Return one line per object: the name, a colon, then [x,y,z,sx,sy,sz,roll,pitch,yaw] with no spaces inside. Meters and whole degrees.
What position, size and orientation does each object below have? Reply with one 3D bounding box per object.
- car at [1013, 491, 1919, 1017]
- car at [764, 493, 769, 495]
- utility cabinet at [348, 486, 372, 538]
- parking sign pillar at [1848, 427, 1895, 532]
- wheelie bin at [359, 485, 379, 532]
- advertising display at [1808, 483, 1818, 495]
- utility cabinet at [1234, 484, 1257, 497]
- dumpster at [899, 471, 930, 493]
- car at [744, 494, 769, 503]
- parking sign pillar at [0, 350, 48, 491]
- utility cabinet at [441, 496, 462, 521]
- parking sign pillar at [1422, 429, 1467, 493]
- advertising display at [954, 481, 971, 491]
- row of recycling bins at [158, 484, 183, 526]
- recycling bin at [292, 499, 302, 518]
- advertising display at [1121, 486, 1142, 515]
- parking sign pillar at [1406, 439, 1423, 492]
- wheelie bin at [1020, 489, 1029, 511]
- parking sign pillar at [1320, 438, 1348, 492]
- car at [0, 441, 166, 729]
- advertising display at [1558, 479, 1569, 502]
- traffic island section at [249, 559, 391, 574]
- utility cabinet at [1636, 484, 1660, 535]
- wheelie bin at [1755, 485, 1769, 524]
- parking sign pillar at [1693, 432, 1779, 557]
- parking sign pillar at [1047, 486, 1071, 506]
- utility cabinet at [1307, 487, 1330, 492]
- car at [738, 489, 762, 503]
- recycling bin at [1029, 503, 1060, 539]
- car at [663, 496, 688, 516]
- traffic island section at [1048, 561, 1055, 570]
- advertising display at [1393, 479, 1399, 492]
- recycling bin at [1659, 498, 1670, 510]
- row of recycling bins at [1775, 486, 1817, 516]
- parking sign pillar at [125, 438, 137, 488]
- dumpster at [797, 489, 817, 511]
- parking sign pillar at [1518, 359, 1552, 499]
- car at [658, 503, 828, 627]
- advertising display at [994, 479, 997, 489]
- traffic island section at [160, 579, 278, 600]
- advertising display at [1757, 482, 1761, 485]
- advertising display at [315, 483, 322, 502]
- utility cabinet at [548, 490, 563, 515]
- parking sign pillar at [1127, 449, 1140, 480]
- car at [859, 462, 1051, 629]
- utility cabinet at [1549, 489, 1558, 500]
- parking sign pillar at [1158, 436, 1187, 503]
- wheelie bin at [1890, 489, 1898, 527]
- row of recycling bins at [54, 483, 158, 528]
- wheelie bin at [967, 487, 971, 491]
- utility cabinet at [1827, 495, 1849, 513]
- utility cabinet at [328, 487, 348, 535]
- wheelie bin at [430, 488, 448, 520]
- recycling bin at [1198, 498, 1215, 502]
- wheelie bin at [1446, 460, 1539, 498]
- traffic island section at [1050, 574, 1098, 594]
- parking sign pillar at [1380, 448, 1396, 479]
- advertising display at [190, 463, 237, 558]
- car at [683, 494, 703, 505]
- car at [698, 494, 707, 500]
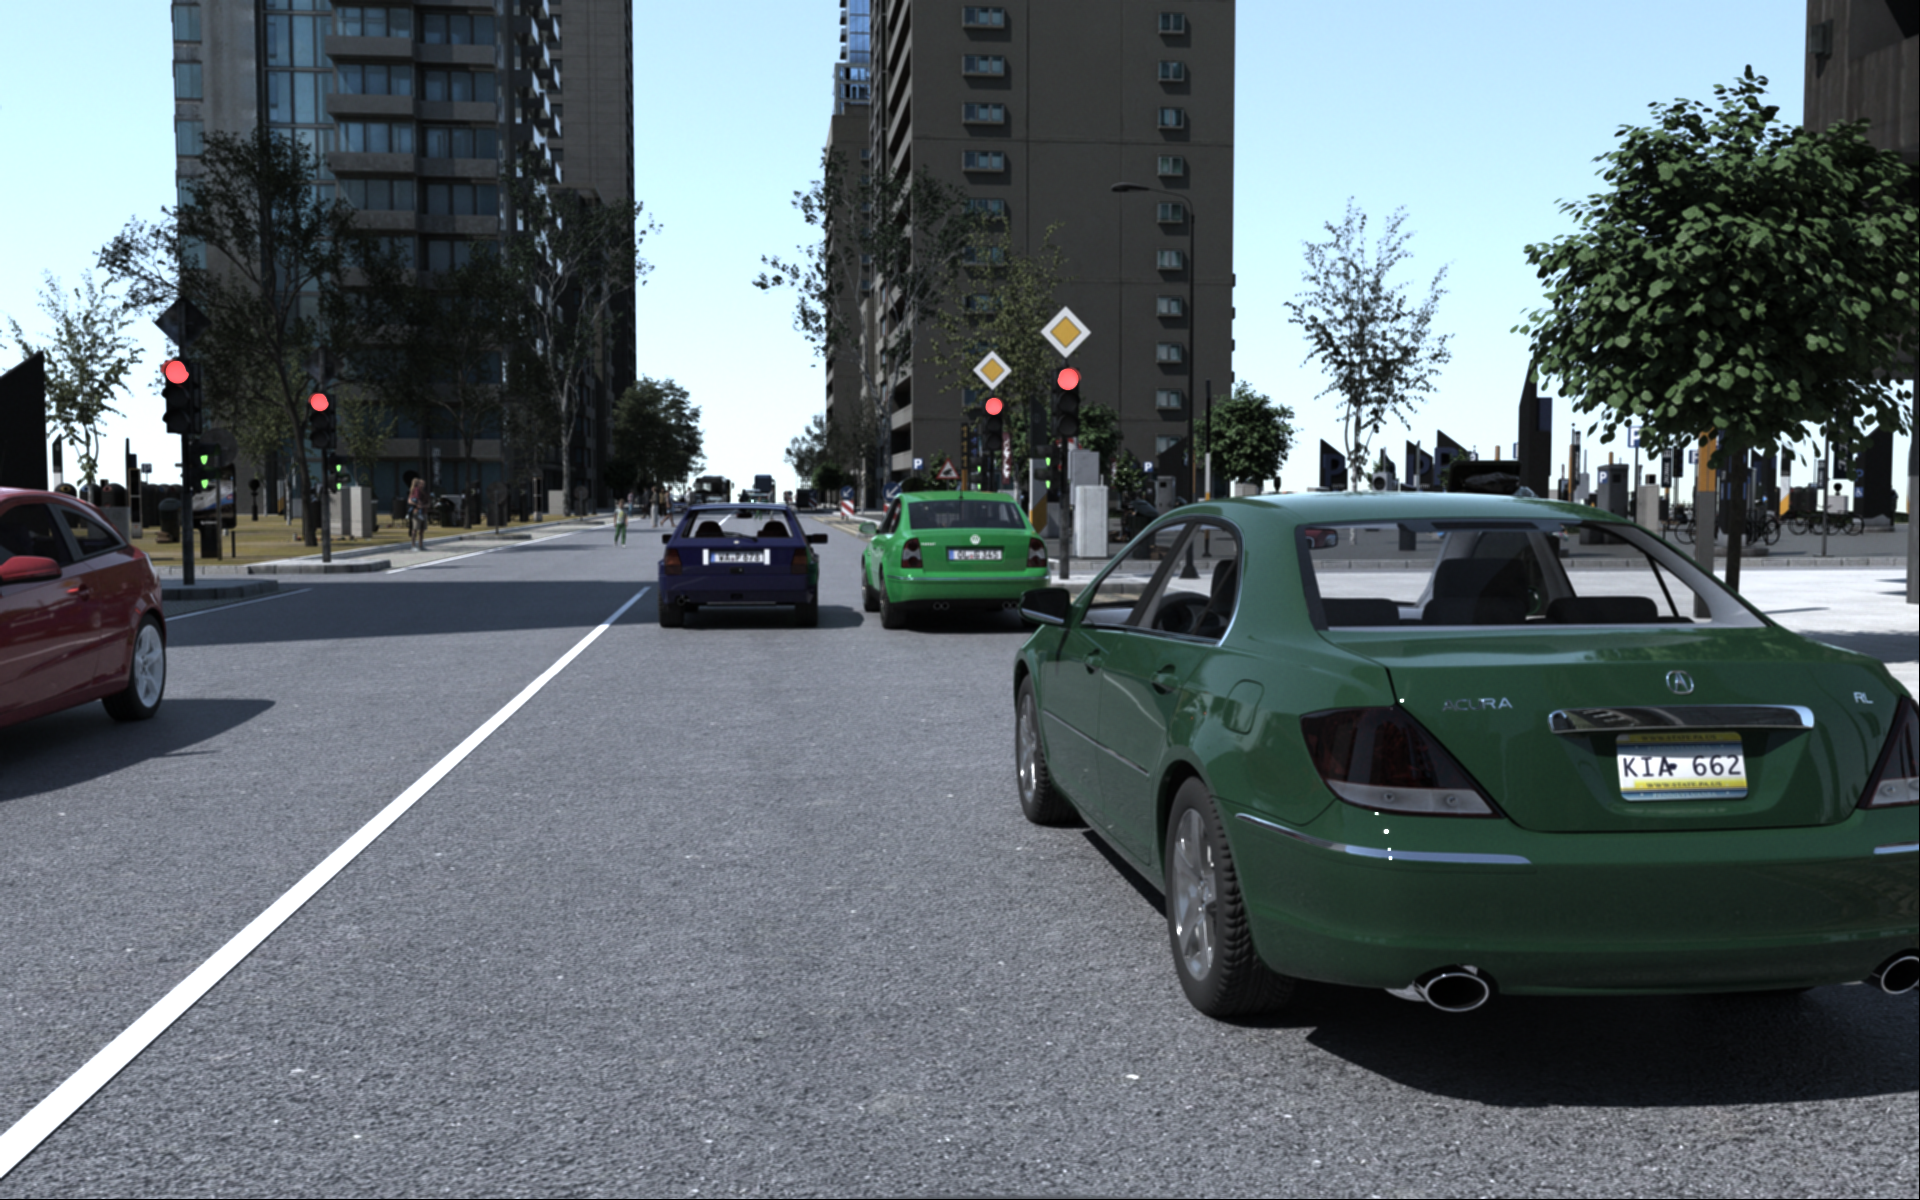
car: [1.361,0.338,6.272,2.131,1.459,4.920,0,4,-7]
car: [-24.020,-12.459,212.745,2.155,1.783,4.494,0,4,-7]
utility cabinet: [-17.551,-2.577,50.805,0.318,1.500,1.173,-2,4,-34]
parking sign pillar: [31.062,-4.308,58.914,1.447,3.967,1.447,-1,4,-22]
wheelie bin: [-20.044,-3.081,58.285,0.693,1.594,0.980,1,4,13]
advertising display: [49.790,-5.867,101.139,0.974,1.923,0.123,-3,5,-39]
utility cabinet: [6.197,-1.766,37.561,0.318,1.500,1.173,0,4,0]
dumpster: [-1.951,-4.329,73.278,1.502,2.255,1.985,0,4,-7]
car: [-13.769,-6.555,118.969,2.131,1.459,4.920,0,4,-8]
parking sign pillar: [-17.624,-2.665,32.051,1.447,3.967,1.447,2,4,28]
utility cabinet: [-22.262,-3.957,75.865,0.306,1.237,1.020,2,4,24]
parking sign pillar: [20.271,-5.091,71.716,1.447,3.967,1.447,3,5,45]
advertising display: [0.133,-4.924,85.728,0.974,1.923,0.123,-3,4,-37]
row of recycling bins: [-32.309,-3.840,69.902,1.069,1.692,3.534,0,4,1]
recycling bin: [-35.377,-4.872,92.205,0.722,1.027,0.722,-2,4,-27]
advertising display: [7.689,-4.431,77.652,0.974,1.923,0.123,-1,4,-11]
parking sign pillar: [22.481,-5.891,84.788,1.447,3.967,1.447,1,4,14]
wheelie bin: [3.621,-5.616,99.737,0.693,1.594,0.980,-1,4,-17]
parking sign pillar: [18.133,-5.845,84.037,1.447,3.967,1.447,-1,4,-15]
car: [-5.863,-0.027,9.481,2.155,1.783,4.494,0,4,-7]
advertising display: [25.529,-4.149,73.050,0.974,1.923,0.123,-3,5,-41]
traffic island section: [-11.907,-0.626,32.516,2.009,0.180,2.903,0,4,-7]
utility cabinet: [15.196,-1.813,38.323,0.318,1.500,1.173,1,4,13]
wheelie bin: [28.695,-3.339,62.497,0.693,1.594,0.980,-3,5,-42]
parking sign pillar: [16.072,-2.906,35.983,1.447,3.967,1.447,1,4,18]
parking sign pillar: [5.561,-6.635,96.948,1.447,3.967,1.447,-1,4,-14]
utility cabinet: [11.179,-2.771,53.977,0.318,1.500,1.173,2,4,33]
car: [-17.557,-8.393,145.903,2.281,1.827,5.304,-1,4,-9]
recycling bin: [2.453,-2.309,50.311,0.722,1.027,0.722,-1,4,-21]
car: [-18.448,-6.141,112.990,1.945,1.354,3.894,0,4,-8]
traffic island section: [0.647,-0.717,33.999,2.009,0.180,2.903,0,4,-7]
advertising display: [18.422,-4.213,74.089,0.974,1.923,0.123,-3,5,-41]
recycling bin: [40.639,-5.373,100.398,0.722,1.027,0.722,-3,5,-43]
row of recycling bins: [45.931,-5.412,95.596,1.069,1.692,3.534,-1,4,-11]
parking sign pillar: [-40.051,-5.824,83.691,1.447,3.967,1.447,-2,4,-28]
dumpster: [-13.234,-8.663,149.852,1.865,1.857,1.264,0,4,-7]
parking sign pillar: [11.674,-2.862,35.258,1.447,3.967,1.447,1,4,9]
car: [-2.500,-0.455,20.025,1.945,1.354,3.894,0,4,-5]
advertising display: [1.160,-4.346,76.277,0.974,1.923,0.123,2,4,31]
traffic island section: [-10.963,-0.141,24.586,2.009,0.180,2.903,0,4,-7]
advertising display: [42.986,-5.365,92.930,0.974,1.923,0.123,-3,5,-43]
advertising display: [-36.301,-5.711,98.584,0.123,1.923,0.974,2,4,26]
utility cabinet: [-24.287,-5.883,104.859,1.173,1.500,0.318,0,4,3]
parking sign pillar: [10.158,-6.980,102.602,1.447,3.967,1.447,-2,4,-27]
car: [-0.133,-0.676,19.855,1.959,1.807,4.718,0,4,-7]
utility cabinet: [28.074,-4.484,81.987,1.173,1.500,0.318,1,4,21]
parking sign pillar: [9.841,-5.608,80.164,1.447,3.967,1.447,0,4,2]
wheelie bin: [34.012,-3.410,63.668,0.980,1.594,0.693,-1,4,-19]
row of recycling bins: [-32.307,-3.552,65.182,3.534,1.692,1.069,0,4,2]
wheelie bin: [0.568,-4.408,79.979,0.693,1.594,0.980,-1,4,-18]
utility cabinet: [40.864,-4.257,80.770,0.306,1.237,1.020,-2,4,-30]
utility cabinet: [-19.323,-2.762,53.830,0.318,1.500,1.173,-3,5,-41]
wheelie bin: [-25.378,-4.676,84.369,0.980,1.594,0.693,-3,4,-36]
recycling bin: [14.819,-5.602,104.153,0.722,1.027,0.722,-2,4,-31]
wheelie bin: [4.944,-0.508,16.221,0.980,1.594,0.693,0,4,5]
traffic island section: [1.591,-0.232,26.070,2.009,0.180,2.903,0,4,-7]
parking sign pillar: [25.287,-6.966,102.368,1.447,3.967,1.447,3,5,39]
advertising display: [-15.009,-1.801,34.658,0.974,1.923,0.123,-1,4,-15]
car: [-22.075,-7.968,142.067,2.131,1.459,4.920,0,4,-6]
car: [-22.648,-8.307,147.611,2.131,1.459,4.920,-1,4,-9]
